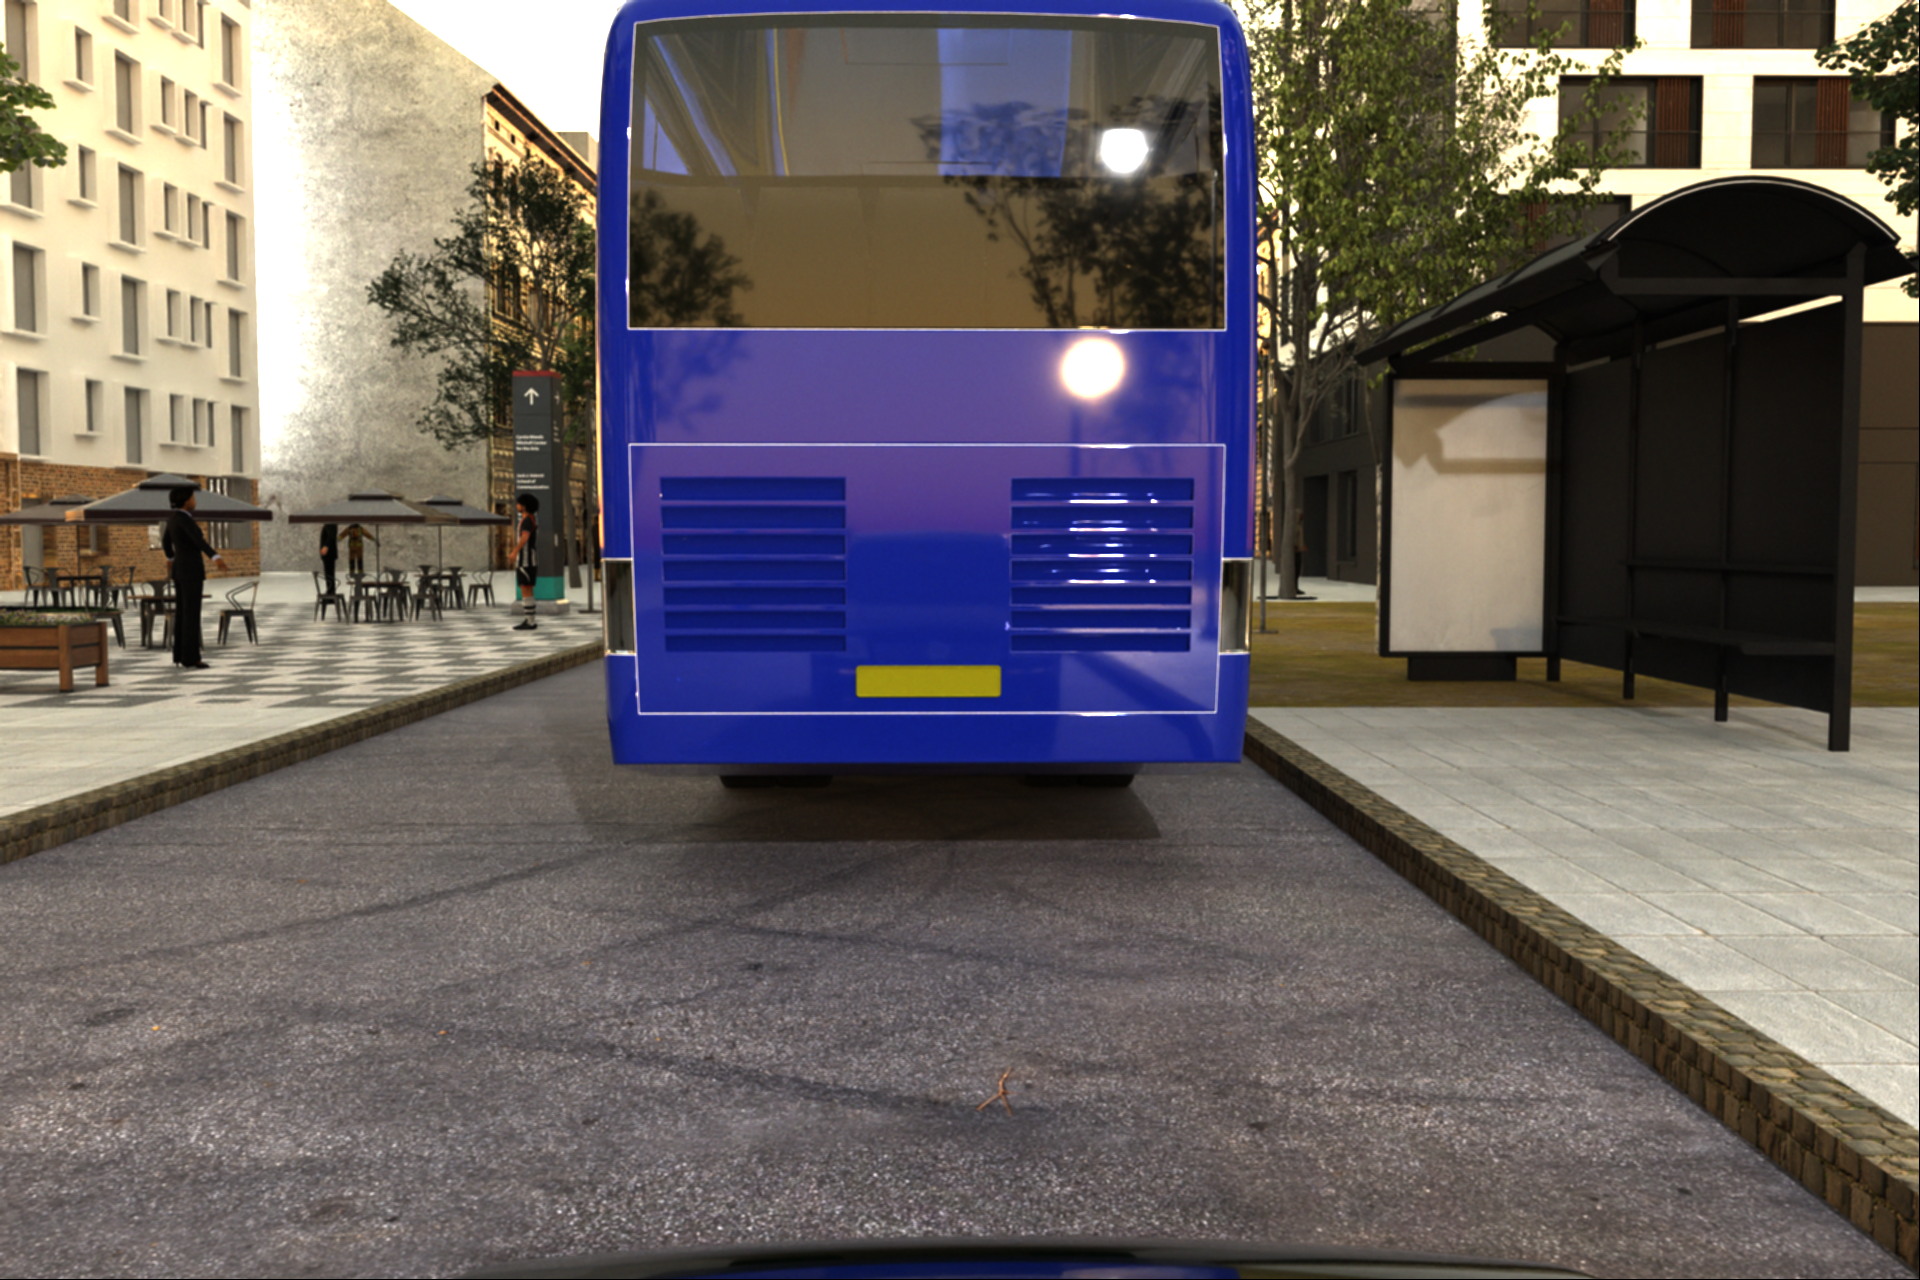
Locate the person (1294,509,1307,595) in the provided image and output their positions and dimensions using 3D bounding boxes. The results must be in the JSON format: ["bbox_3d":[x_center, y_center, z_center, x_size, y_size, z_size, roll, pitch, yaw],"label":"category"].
[{"bbox_3d":[7.187,-1.880,36.863,0.705,1.813,1.348,1,4,19],"label":"person"}]

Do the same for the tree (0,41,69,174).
[{"bbox_3d":[-8.759,-5.539,8.684,7.486,12.596,7.792,0,3,0],"label":"tree"}]

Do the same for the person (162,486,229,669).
[{"bbox_3d":[-7.355,-0.607,16.648,1.216,1.740,0.721,3,5,44],"label":"person"}]

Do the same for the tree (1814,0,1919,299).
[{"bbox_3d":[13.199,-6.712,16.396,9.857,13.997,8.962,0,3,0],"label":"tree"}]

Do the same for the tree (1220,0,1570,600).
[{"bbox_3d":[6.521,-7.533,33.542,12.009,13.543,11.850,0,3,0],"label":"tree"}]

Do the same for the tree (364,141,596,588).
[{"bbox_3d":[-9.390,-6.531,41.192,7.601,10.594,8.767,3,5,43],"label":"tree"}]

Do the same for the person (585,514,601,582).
[{"bbox_3d":[-9.673,-2.475,46.600,1.346,1.812,0.704,3,4,38],"label":"person"}]

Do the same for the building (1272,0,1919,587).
[{"bbox_3d":[24.113,-13.083,57.888,27.936,21.610,32.646,0,4,0],"label":"building"}]

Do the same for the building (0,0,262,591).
[{"bbox_3d":[-26.319,-11.203,39.594,16.016,20.090,11.380,0,4,0],"label":"building"}]

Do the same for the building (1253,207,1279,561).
[{"bbox_3d":[24.210,-15.665,87.054,19.493,23.208,18.063,0,4,0],"label":"building"}]

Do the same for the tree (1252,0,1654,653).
[{"bbox_3d":[4.667,-4.152,18.248,4.737,8.622,4.395,0,3,0],"label":"tree"}]

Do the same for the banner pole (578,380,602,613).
[{"bbox_3d":[-6.039,-2.351,28.458,0.401,3.779,0.863,0,4,1],"label":"banner pole"}]

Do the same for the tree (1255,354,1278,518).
[{"bbox_3d":[6.837,-6.027,48.902,4.737,8.622,4.395,0,3,0],"label":"tree"}]

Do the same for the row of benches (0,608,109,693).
[{"bbox_3d":[-9.246,0.068,14.350,4.104,0.672,1.422,0,4,2],"label":"row of benches"}]

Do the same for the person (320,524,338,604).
[{"bbox_3d":[-11.578,-1.560,31.695,0.705,1.806,1.347,-1,4,-21],"label":"person"}]

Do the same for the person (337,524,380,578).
[{"bbox_3d":[-17.743,-2.759,50.874,1.354,1.858,0.705,-2,4,-29],"label":"person"}]

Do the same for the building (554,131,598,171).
[{"bbox_3d":[-24.803,-13.793,91.977,16.747,18.905,31.486,0,4,-1],"label":"building"}]

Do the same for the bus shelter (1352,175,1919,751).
[{"bbox_3d":[4.474,-1.141,12.576,2.014,3.302,5.546,0,4,0],"label":"bus shelter"}]

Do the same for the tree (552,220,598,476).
[{"bbox_3d":[-8.945,-8.271,53.365,7.486,12.596,7.792,0,3,0],"label":"tree"}]

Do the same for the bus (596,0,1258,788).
[{"bbox_3d":[-0.245,-1.288,12.610,2.896,3.916,12.251,0,4,-1],"label":"bus"}]

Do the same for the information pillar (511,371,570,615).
[{"bbox_3d":[-6.754,-2.349,27.786,0.750,3.857,0.750,0,4,2],"label":"information pillar"}]

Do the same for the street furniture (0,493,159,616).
[{"bbox_3d":[-26.605,-1.092,22.883,27.439,1.986,14.083,0,4,-7],"label":"street furniture"}]

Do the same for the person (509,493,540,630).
[{"bbox_3d":[-5.843,-1.047,23.257,0.704,1.843,1.345,0,4,-6],"label":"person"}]

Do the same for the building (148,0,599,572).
[{"bbox_3d":[-24.959,-14.431,66.871,19.493,23.208,18.063,0,4,1],"label":"building"}]

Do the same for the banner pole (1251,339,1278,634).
[{"bbox_3d":[3.930,-1.965,22.150,0.401,3.779,0.863,0,4,0],"label":"banner pole"}]
